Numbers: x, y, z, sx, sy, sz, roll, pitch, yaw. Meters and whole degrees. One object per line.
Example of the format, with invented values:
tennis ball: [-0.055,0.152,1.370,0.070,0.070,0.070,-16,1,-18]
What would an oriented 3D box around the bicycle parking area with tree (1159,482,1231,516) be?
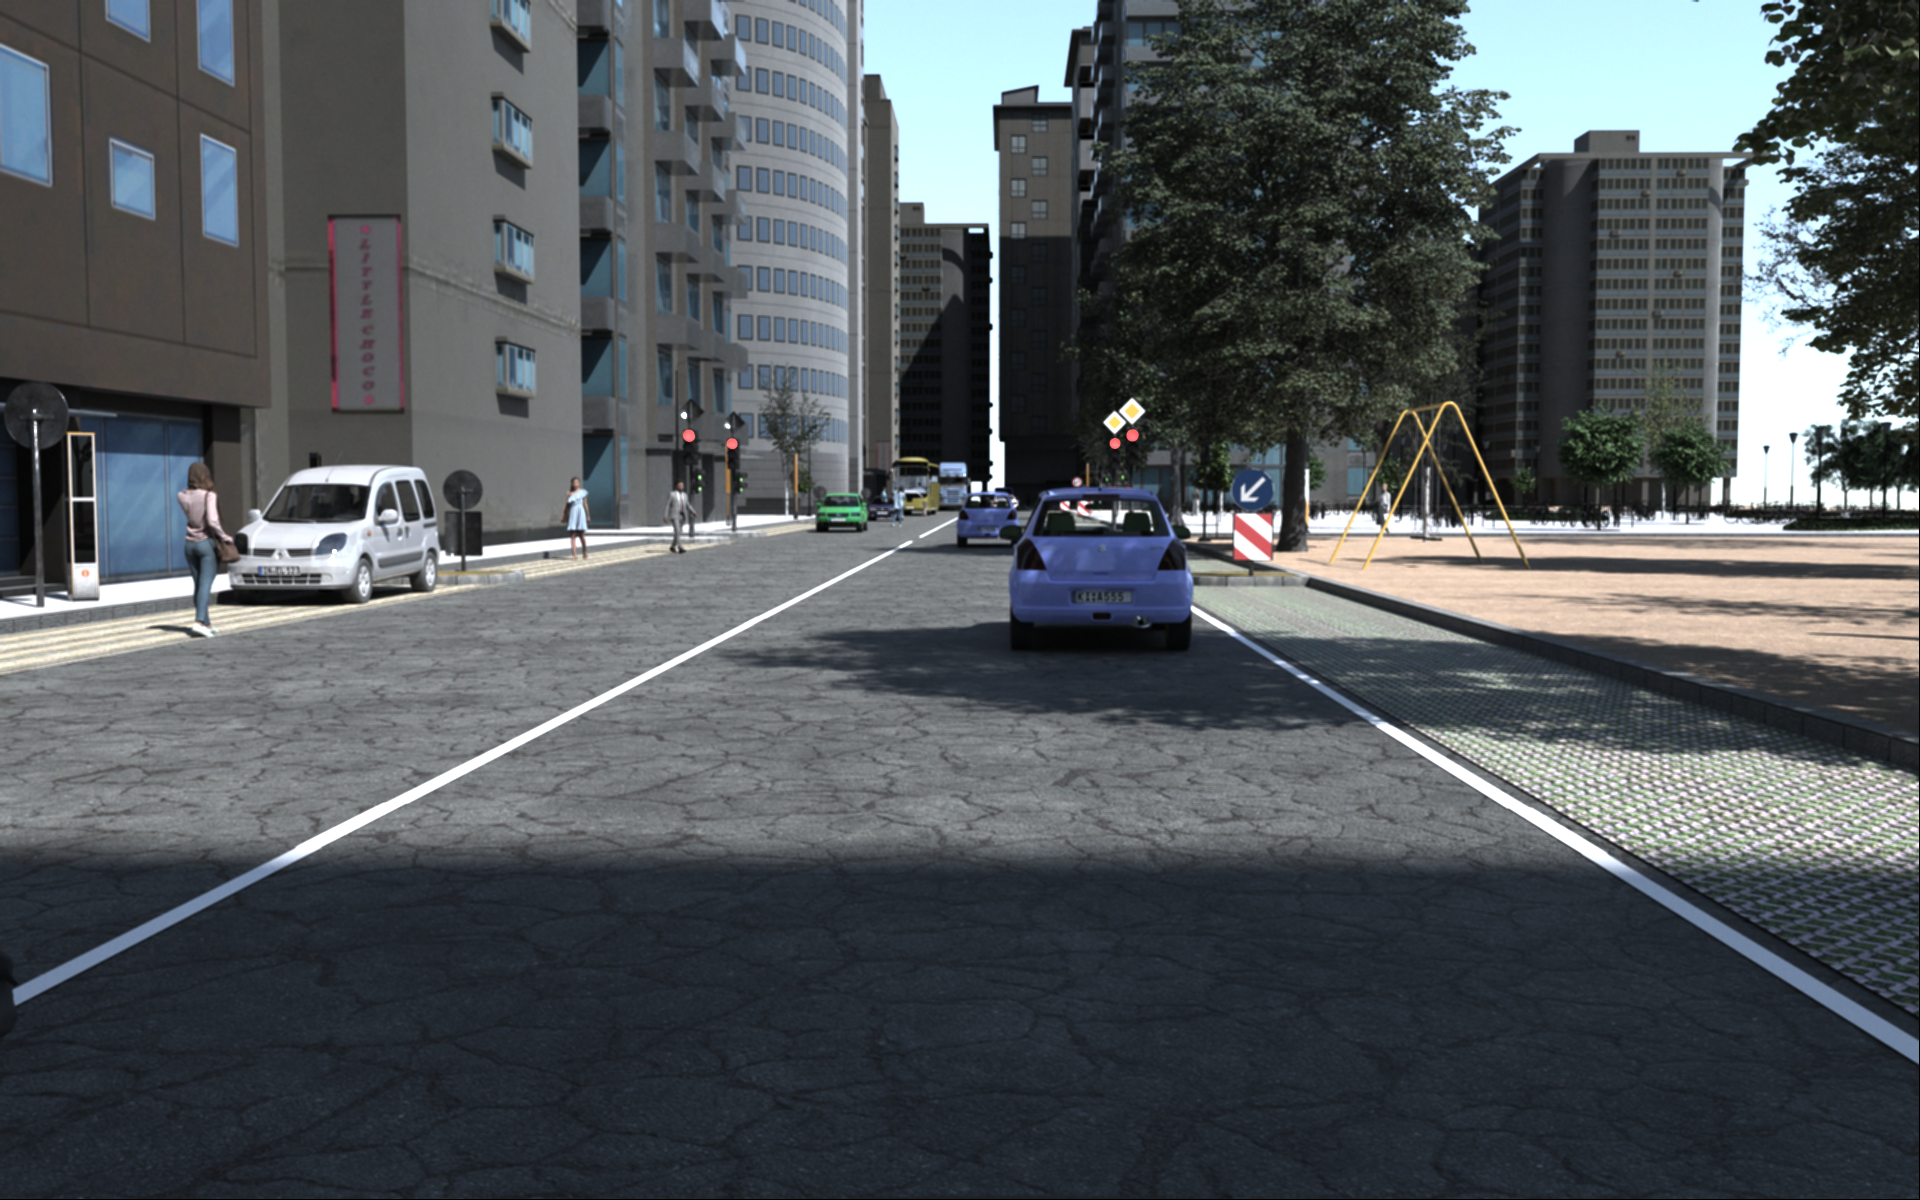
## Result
bicycle parking area with tree: [15.661,-7.235,105.291,9.016,4.147,8.231,1,4,23]

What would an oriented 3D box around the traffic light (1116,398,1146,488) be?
traffic light: [4.986,-3.767,50.507,0.839,4.253,0.868,0,4,1]

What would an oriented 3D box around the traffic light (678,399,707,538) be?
traffic light: [-7.871,-3.786,50.824,0.839,4.253,0.868,0,4,1]

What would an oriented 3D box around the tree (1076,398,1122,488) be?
tree: [10.031,-10.557,122.966,4.360,8.622,3.978,0,3,0]

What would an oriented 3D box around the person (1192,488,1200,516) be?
person: [13.642,-5.706,99.882,0.519,1.759,0.362,3,4,38]

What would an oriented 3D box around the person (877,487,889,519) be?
person: [-4.406,-5.548,99.067,0.748,1.841,0.638,0,4,-2]

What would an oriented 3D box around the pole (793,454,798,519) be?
pole: [-8.355,-5.759,88.008,0.158,3.312,0.155,0,3,0]

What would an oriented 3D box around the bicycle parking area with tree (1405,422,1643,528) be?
bicycle parking area with tree: [22.297,-5.013,68.963,8.231,4.147,9.016,1,4,17]

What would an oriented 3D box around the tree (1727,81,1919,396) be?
tree: [23.441,-7.927,39.978,12.009,13.543,11.850,0,3,0]

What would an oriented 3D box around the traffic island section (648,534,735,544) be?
traffic island section: [-7.911,-1.754,50.960,2.009,0.180,2.903,0,4,1]

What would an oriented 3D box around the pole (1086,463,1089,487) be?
pole: [8.393,-7.343,113.906,0.158,3.312,0.155,0,3,0]

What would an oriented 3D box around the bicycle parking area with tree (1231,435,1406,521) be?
bicycle parking area with tree: [19.330,-6.060,86.078,8.231,4.147,9.016,2,4,35]

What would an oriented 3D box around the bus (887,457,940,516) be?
bus: [-3.008,-7.778,118.719,2.896,3.916,12.252,0,4,3]

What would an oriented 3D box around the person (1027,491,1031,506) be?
person: [7.940,-11.742,200.485,0.705,1.823,1.348,1,4,23]

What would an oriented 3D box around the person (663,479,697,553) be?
person: [-6.825,-2.030,41.968,0.678,1.792,0.850,-3,5,-45]

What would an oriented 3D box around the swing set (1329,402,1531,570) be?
swing set: [8.297,-2.022,30.673,2.862,2.851,3.119,0,4,1]

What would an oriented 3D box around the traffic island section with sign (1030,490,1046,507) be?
traffic island section with sign: [8.593,-10.931,187.349,1.989,1.847,2.006,0,4,1]

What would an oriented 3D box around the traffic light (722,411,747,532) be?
traffic light: [-7.663,-4.274,58.807,0.839,4.253,0.868,0,4,1]

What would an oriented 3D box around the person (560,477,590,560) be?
person: [-8.350,-1.775,37.620,0.616,1.811,0.778,0,4,5]

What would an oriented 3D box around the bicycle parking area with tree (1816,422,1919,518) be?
bicycle parking area with tree: [36.961,-5.169,71.516,9.016,4.147,8.231,1,4,13]

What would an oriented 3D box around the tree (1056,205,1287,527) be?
tree: [8.546,-9.264,68.475,9.611,12.733,9.660,0,3,0]

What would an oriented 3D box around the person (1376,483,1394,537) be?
person: [13.473,-2.810,54.799,0.624,1.780,0.694,-1,4,-12]

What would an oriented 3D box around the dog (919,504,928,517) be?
dog: [-2.355,-5.726,110.453,0.800,0.831,0.513,-2,4,-30]

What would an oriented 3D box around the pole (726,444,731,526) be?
pole: [-9.351,-4.651,69.881,0.158,3.312,0.155,0,3,0]

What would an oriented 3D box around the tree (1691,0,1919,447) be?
tree: [16.592,-6.592,25.902,7.486,12.596,7.792,0,3,0]

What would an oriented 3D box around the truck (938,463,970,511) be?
truck: [-0.673,-10.041,153.925,2.967,4.110,18.799,0,4,0]

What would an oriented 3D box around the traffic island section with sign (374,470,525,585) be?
traffic island section with sign: [-8.171,-1.187,28.039,1.989,1.847,2.006,0,4,1]

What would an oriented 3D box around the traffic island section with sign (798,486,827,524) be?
traffic island section with sign: [-6.731,-4.581,83.529,1.989,1.847,2.006,0,4,1]

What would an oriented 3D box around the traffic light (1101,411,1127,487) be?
traffic light: [5.194,-4.255,58.490,0.839,4.253,0.868,0,4,1]

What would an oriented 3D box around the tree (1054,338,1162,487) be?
tree: [8.835,-9.855,95.534,7.601,10.594,8.767,-3,5,-43]

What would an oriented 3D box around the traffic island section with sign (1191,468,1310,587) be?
traffic island section with sign: [4.447,-1.162,27.621,1.989,1.847,2.006,0,4,1]

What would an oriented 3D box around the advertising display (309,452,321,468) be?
advertising display: [-10.135,-1.350,27.286,0.123,1.923,0.974,-1,4,-17]

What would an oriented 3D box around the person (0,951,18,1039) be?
person: [-2.773,0.246,4.363,0.818,1.842,0.514,1,4,21]

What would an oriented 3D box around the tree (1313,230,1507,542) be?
tree: [12.366,-5.886,46.603,4.360,8.622,3.978,0,3,0]

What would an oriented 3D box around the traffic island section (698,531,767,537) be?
traffic island section: [-7.703,-2.242,58.943,2.009,0.180,2.903,0,4,1]

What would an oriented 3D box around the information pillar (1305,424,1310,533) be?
information pillar: [11.465,-4.044,57.477,0.183,3.616,0.504,2,4,32]

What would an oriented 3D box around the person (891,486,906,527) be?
person: [-2.721,-4.133,76.334,0.793,1.790,0.793,-1,4,-18]

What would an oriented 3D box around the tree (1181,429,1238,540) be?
tree: [7.383,-3.340,49.213,1.663,3.219,1.824,0,3,0]

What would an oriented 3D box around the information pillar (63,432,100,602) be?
information pillar: [-10.539,-0.995,20.769,0.304,2.012,0.304,-3,4,-37]

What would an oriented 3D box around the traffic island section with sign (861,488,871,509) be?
traffic island section with sign: [-6.015,-6.300,111.627,1.989,1.847,2.006,0,4,1]

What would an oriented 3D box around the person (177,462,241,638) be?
person: [-7.619,-0.509,17.409,0.593,1.750,0.643,1,4,16]

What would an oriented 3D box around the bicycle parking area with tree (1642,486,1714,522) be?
bicycle parking area with tree: [36.612,-5.824,82.223,9.016,4.147,8.231,-3,5,-41]
